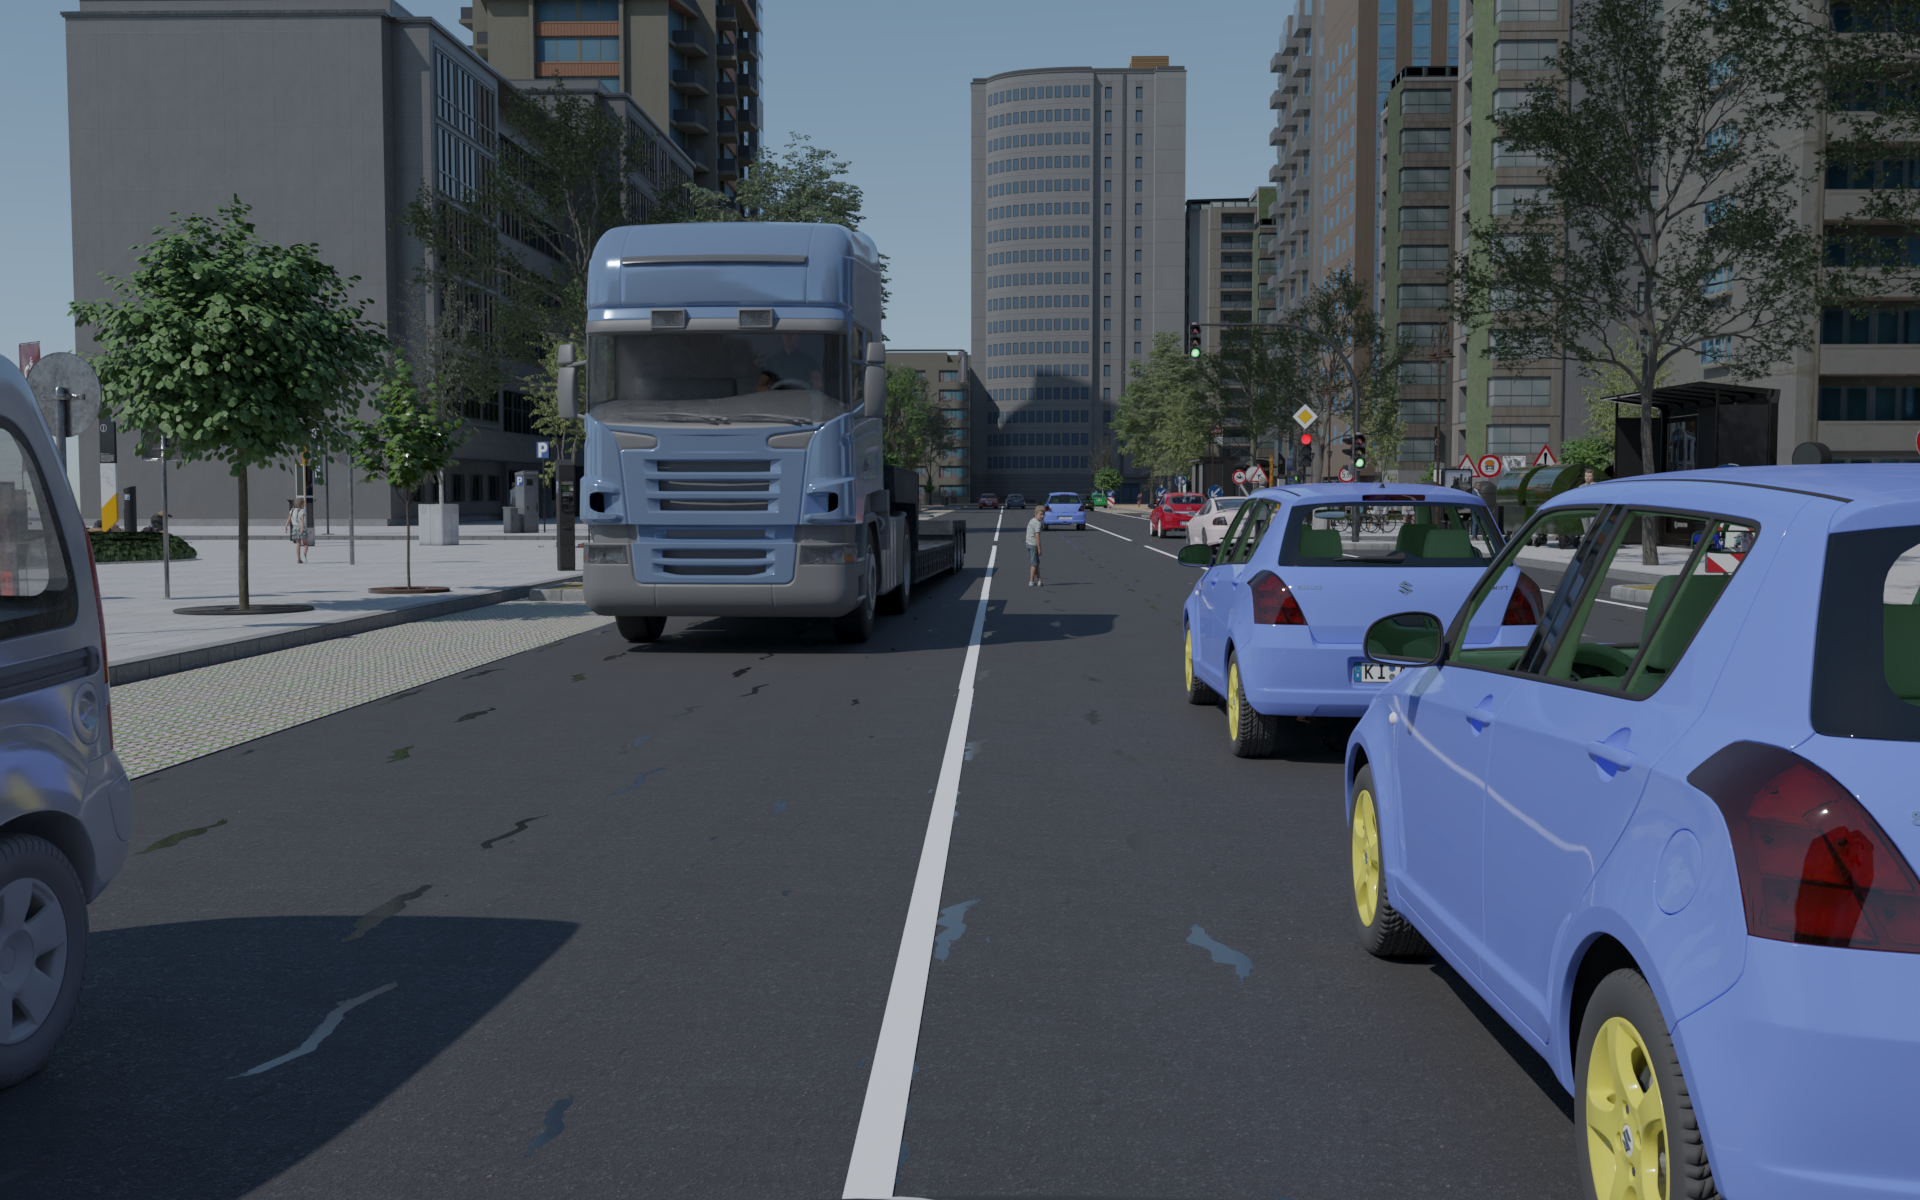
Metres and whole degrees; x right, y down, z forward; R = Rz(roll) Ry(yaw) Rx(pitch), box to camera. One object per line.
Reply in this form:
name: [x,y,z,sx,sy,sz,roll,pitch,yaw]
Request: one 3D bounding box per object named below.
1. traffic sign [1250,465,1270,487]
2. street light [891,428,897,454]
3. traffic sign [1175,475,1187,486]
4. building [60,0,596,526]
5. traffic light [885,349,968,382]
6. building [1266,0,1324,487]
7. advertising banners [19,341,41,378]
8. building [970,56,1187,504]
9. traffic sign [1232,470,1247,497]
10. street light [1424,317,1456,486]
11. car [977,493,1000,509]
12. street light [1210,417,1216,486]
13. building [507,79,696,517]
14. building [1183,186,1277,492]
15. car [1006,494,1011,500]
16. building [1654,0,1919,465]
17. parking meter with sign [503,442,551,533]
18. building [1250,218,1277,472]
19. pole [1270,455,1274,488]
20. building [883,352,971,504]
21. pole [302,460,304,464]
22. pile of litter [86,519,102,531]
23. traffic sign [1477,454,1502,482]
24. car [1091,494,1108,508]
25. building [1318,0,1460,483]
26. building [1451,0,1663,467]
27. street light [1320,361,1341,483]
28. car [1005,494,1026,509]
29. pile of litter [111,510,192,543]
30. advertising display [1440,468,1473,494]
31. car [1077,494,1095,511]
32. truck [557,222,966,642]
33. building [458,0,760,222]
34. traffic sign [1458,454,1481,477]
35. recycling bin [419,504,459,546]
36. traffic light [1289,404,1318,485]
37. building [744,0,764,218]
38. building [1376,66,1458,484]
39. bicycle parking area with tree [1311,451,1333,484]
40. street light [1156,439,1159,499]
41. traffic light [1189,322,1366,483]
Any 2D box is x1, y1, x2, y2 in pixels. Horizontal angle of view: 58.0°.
traffic sign: [13.295,-4.705,76.925,0.884,2.594,0.081,0,4,7]
street light: [-4.594,-9.118,121.860,0.468,5.910,1.993,0,4,1]
traffic sign: [14.775,-7.087,115.976,0.768,2.556,0.104,0,4,7]
building: [-27.707,-16.150,83.119,14.314,24.678,30.058,0,4,1]
traffic light: [-2.133,-4.878,54.430,4.771,5.953,1.251,0,4,1]
building: [40.789,-33.042,159.839,23.786,49.044,30.456,0,4,1]
advertising banners: [-11.325,-1.488,20.511,2.074,3.025,0.090,3,4,38]
building: [15.599,-42.494,236.773,28.212,58.520,21.231,0,4,1]
traffic sign: [14.682,-5.557,90.960,0.768,2.556,0.104,1,4,10]
street light: [12.570,-4.446,45.486,0.468,5.910,1.993,0,4,1]
car: [2.753,-9.651,166.830,2.155,1.783,4.494,0,4,0]
street light: [13.845,-7.467,94.873,0.468,5.910,1.993,0,4,1]
building: [-25.741,-19.356,109.983,14.314,27.812,24.014,0,4,1]
building: [37.145,-33.568,232.428,14.086,41.232,14.154,0,4,1]
car: [6.107,-11.252,195.964,2.014,1.417,4.499,0,4,-1]
building: [43.635,-27.741,77.275,21.600,48.544,21.300,0,4,1]
parking meter with sign: [-14.281,-3.716,57.011,0.543,3.016,1.738,2,4,30]
building: [37.577,-25.146,182.840,14.160,30.474,14.107,0,4,1]
pole: [16.297,-5.921,90.656,0.158,3.312,0.155,0,3,0]
building: [-12.870,-24.253,241.579,28.899,21.520,27.650,0,4,1]
pole: [-20.479,-3.694,54.232,0.158,3.312,0.155,0,3,0]
pile of litter: [-28.396,-2.667,57.575,1.719,0.858,1.176,1,4,20]
traffic sign: [16.895,-3.377,55.321,0.768,2.556,0.104,0,4,5]
car: [13.555,-9.874,170.237,1.959,1.807,4.718,0,4,2]
building: [36.972,-29.826,137.758,14.600,45.320,14.200,0,4,1]
building: [35.554,-25.353,98.110,14.154,41.232,14.086,0,4,1]
street light: [12.919,-5.369,60.575,0.468,5.910,1.993,0,4,1]
car: [5.403,-9.556,168.238,2.014,1.417,4.499,0,4,0]
pile of litter: [-21.060,-1.922,45.391,1.719,0.858,1.176,1,4,18]
advertising display: [12.556,-2.362,43.836,0.974,1.923,0.123,-2,4,-28]
car: [10.322,-8.262,144.866,2.009,1.686,4.222,0,4,2]
truck: [-1.648,-2.079,23.758,2.967,4.110,18.799,0,4,3]
building: [-28.691,-29.940,144.142,22.147,44.769,28.867,0,4,1]
traffic sign: [16.271,-3.406,55.684,0.884,2.594,0.081,0,4,5]
recycling bin: [-13.050,-1.885,43.375,0.722,1.027,0.722,1,4,17]
traffic light: [10.730,-3.985,54.077,0.839,4.253,0.868,0,4,1]
building: [-32.861,-53.041,179.899,31.000,86.520,22.319,0,4,1]
building: [36.166,-21.332,120.485,14.160,30.474,14.107,0,4,1]
bicycle parking area with tree: [24.640,-7.990,117.642,9.016,4.147,8.231,1,4,12]
street light: [14.746,-9.542,128.793,0.468,5.910,1.993,0,4,1]
traffic light: [8.428,-4.363,46.007,4.771,5.953,1.251,0,4,1]
